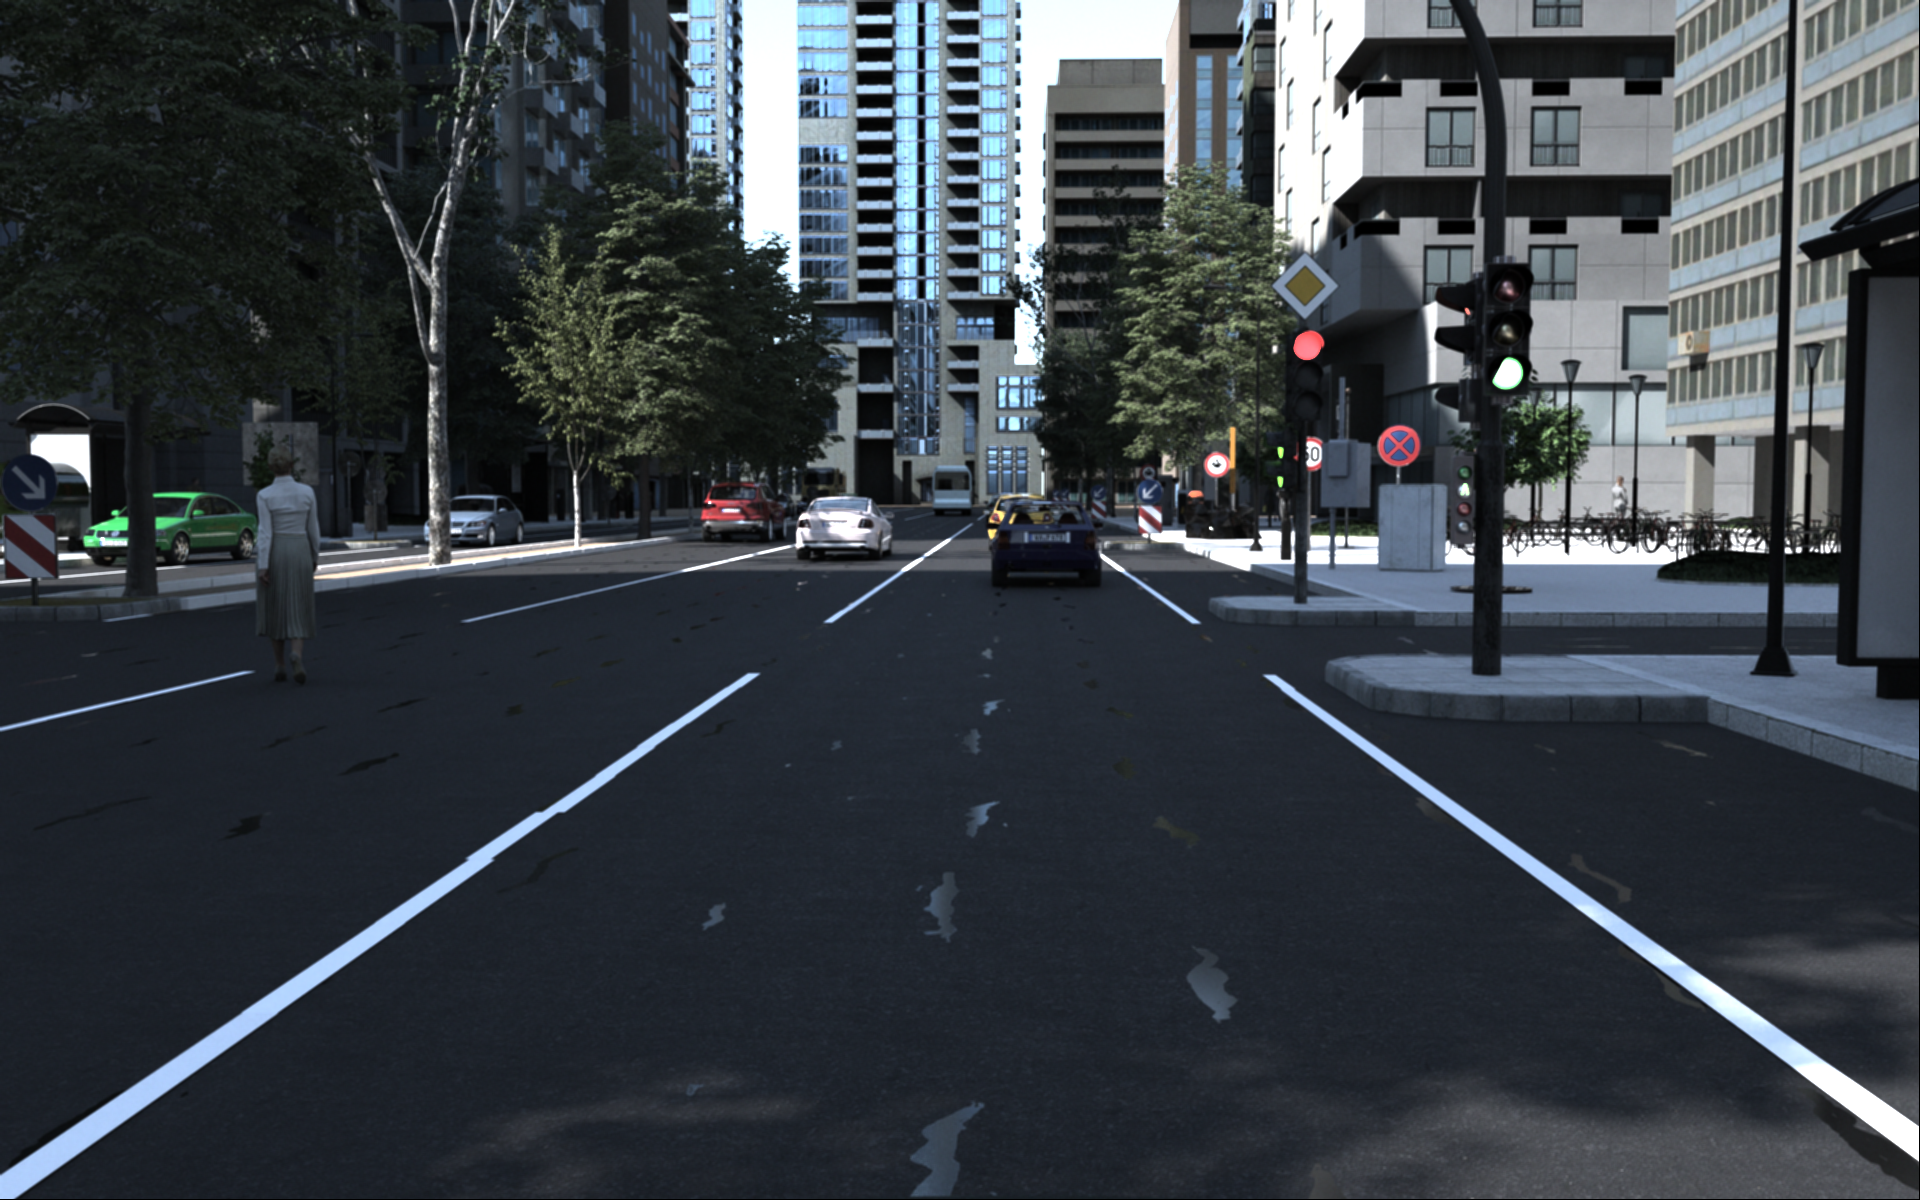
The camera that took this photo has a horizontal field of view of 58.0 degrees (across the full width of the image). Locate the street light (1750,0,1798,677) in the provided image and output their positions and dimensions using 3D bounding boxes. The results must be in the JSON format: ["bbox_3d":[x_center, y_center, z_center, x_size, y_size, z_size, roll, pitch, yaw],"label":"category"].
[{"bbox_3d":[5.257,-2.424,12.180,1.470,5.913,1.316,0,4,2],"label":"street light"}]

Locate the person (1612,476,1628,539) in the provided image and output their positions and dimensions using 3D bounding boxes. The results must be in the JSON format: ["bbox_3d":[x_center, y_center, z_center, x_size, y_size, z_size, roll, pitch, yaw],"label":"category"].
[{"bbox_3d":[18.800,-2.622,49.189,0.573,1.790,0.520,-2,4,-34],"label":"person"}]

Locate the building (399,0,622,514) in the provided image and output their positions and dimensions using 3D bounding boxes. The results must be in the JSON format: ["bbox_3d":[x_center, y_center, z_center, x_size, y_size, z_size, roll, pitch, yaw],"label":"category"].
[{"bbox_3d":[-35.825,-30.125,112.147,23.786,49.044,30.456,0,4,2],"label":"building"}]

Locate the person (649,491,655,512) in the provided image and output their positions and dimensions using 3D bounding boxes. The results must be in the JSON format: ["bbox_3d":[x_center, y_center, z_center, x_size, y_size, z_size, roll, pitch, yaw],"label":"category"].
[{"bbox_3d":[-22.683,-7.291,125.810,0.990,1.755,0.434,-1,4,-20],"label":"person"}]

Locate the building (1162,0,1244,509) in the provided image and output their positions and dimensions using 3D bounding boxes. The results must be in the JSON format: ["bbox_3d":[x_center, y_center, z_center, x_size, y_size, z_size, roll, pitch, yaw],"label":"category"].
[{"bbox_3d":[25.705,-30.867,154.790,14.600,45.320,14.200,0,4,2],"label":"building"}]

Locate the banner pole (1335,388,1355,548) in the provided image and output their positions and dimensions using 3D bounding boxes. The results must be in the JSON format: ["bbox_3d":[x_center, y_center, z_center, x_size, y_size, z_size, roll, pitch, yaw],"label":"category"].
[{"bbox_3d":[8.999,-3.101,40.719,0.401,3.779,0.863,3,5,39],"label":"banner pole"}]

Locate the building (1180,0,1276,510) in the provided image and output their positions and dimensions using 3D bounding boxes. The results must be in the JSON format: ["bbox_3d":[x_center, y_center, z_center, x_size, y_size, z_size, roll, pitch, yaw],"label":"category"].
[{"bbox_3d":[29.546,-50.028,130.622,22.319,86.520,31.000,0,4,2],"label":"building"}]

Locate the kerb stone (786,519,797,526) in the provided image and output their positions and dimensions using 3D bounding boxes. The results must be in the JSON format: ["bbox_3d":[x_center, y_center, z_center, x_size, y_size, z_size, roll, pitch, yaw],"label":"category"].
[{"bbox_3d":[-7.700,-3.488,79.244,0.120,0.150,1.000,0,4,2],"label":"kerb stone"}]

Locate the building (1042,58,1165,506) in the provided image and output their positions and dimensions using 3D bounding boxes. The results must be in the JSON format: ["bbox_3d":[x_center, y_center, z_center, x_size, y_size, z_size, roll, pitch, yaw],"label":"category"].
[{"bbox_3d":[20.127,-35.051,196.790,21.600,48.544,21.300,0,4,2],"label":"building"}]

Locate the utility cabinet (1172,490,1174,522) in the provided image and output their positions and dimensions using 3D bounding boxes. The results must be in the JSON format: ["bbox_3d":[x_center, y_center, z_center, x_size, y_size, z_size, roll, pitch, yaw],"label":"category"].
[{"bbox_3d":[9.315,-4.271,78.507,0.318,1.500,1.173,-1,4,-20],"label":"utility cabinet"}]

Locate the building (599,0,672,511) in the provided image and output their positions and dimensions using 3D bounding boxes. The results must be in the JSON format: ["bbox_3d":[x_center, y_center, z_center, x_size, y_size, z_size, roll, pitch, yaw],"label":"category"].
[{"bbox_3d":[-30.854,-29.634,134.620,14.600,45.320,14.200,0,4,2],"label":"building"}]

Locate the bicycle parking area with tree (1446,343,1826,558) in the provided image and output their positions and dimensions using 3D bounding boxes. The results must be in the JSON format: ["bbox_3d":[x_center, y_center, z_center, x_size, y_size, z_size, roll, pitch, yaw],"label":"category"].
[{"bbox_3d":[14.512,-2.941,35.086,9.016,4.147,8.231,-2,4,-24],"label":"bicycle parking area with tree"}]

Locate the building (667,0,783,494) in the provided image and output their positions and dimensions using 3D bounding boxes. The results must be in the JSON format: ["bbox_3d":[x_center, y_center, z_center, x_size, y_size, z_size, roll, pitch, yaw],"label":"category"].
[{"bbox_3d":[-37.747,-54.145,197.944,31.000,86.520,22.319,0,4,2],"label":"building"}]

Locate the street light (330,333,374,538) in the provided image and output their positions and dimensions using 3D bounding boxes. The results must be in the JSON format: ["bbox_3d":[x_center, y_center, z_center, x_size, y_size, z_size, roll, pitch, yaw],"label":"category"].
[{"bbox_3d":[-17.568,-4.741,50.051,1.470,5.913,1.316,0,4,2],"label":"street light"}]

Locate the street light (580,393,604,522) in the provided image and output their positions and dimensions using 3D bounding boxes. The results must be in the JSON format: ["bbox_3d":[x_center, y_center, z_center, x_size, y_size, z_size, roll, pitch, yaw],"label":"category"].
[{"bbox_3d":[-16.605,-6.474,78.390,1.470,5.913,1.316,0,4,2],"label":"street light"}]

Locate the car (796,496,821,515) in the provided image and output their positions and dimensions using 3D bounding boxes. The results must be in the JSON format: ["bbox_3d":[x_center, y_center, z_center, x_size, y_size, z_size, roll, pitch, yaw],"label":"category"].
[{"bbox_3d":[-10.471,-6.667,121.582,1.945,1.354,3.894,0,4,2],"label":"car"}]

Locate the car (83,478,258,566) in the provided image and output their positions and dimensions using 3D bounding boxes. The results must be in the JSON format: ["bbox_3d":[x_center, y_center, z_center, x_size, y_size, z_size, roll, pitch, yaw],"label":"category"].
[{"bbox_3d":[-16.351,-1.666,36.044,1.959,1.807,4.718,0,4,3],"label":"car"}]

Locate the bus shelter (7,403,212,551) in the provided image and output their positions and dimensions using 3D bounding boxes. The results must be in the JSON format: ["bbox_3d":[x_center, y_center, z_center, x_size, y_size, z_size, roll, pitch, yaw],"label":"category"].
[{"bbox_3d":[-20.124,-2.903,41.383,2.014,3.302,5.546,0,4,2],"label":"bus shelter"}]

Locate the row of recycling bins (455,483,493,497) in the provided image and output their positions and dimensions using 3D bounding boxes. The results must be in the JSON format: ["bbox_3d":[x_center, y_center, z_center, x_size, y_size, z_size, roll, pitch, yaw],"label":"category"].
[{"bbox_3d":[-19.073,-3.740,68.256,1.069,1.692,3.534,0,4,-3],"label":"row of recycling bins"}]

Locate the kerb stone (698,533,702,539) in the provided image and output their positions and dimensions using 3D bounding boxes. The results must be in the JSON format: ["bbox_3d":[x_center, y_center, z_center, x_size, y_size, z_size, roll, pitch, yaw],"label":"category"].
[{"bbox_3d":[-8.457,-2.046,55.654,0.120,0.150,1.000,0,4,2],"label":"kerb stone"}]

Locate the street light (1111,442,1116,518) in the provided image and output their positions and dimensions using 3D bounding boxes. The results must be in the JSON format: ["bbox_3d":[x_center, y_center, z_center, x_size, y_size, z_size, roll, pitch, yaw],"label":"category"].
[{"bbox_3d":[7.882,-7.480,94.831,1.470,5.913,1.316,0,4,2],"label":"street light"}]

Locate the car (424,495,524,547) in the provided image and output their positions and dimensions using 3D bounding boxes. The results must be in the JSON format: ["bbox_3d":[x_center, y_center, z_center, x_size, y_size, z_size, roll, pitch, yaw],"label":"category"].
[{"bbox_3d":[-13.414,-2.206,48.071,2.014,1.417,4.499,0,4,1],"label":"car"}]

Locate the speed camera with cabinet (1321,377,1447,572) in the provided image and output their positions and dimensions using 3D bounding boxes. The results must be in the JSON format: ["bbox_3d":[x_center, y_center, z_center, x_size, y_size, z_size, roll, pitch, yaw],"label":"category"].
[{"bbox_3d":[7.124,-2.128,29.125,2.038,3.252,0.660,3,4,38],"label":"speed camera with cabinet"}]

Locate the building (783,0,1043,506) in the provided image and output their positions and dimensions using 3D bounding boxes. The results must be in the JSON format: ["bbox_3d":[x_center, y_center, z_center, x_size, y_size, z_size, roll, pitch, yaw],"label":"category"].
[{"bbox_3d":[-6.150,-54.098,197.180,31.000,86.520,22.319,0,4,2],"label":"building"}]

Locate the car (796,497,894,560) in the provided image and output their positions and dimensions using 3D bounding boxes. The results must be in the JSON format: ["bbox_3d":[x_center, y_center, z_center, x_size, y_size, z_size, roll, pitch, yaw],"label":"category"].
[{"bbox_3d":[-2.573,-1.632,39.051,2.083,1.381,4.827,0,4,2],"label":"car"}]

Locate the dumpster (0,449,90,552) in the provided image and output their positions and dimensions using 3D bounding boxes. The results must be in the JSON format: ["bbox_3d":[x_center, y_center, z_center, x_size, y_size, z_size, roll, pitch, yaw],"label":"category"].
[{"bbox_3d":[-20.115,-2.145,37.569,1.502,2.255,1.985,0,4,2],"label":"dumpster"}]

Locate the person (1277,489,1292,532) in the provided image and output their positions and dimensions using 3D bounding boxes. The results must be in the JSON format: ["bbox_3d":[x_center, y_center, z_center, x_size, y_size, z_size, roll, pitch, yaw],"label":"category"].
[{"bbox_3d":[10.875,-3.198,58.138,0.447,1.846,0.655,-2,4,-28],"label":"person"}]

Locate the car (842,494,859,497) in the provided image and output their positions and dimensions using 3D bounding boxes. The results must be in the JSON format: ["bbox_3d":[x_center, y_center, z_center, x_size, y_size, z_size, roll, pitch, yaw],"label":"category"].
[{"bbox_3d":[-9.109,-8.165,142.299,1.959,1.807,4.718,0,4,2],"label":"car"}]

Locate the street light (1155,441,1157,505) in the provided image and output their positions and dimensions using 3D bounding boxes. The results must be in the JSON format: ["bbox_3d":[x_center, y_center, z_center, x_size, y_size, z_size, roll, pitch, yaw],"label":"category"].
[{"bbox_3d":[7.017,-5.758,66.689,1.470,5.913,1.316,0,4,2],"label":"street light"}]

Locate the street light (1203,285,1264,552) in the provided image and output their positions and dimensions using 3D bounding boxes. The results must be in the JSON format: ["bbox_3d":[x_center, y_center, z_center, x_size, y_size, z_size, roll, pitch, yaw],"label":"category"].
[{"bbox_3d":[6.078,-4.037,38.550,1.470,5.913,1.316,0,4,2],"label":"street light"}]

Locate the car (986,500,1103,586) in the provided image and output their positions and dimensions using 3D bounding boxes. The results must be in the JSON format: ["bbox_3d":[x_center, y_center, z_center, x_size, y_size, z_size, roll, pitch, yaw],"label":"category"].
[{"bbox_3d":[1.382,-0.958,28.250,1.945,1.354,3.894,0,4,2],"label":"car"}]

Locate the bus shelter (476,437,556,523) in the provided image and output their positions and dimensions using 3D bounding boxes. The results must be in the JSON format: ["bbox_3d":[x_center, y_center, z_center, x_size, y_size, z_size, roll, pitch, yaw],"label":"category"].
[{"bbox_3d":[-18.877,-5.051,73.862,1.731,3.624,6.357,0,4,2],"label":"bus shelter"}]

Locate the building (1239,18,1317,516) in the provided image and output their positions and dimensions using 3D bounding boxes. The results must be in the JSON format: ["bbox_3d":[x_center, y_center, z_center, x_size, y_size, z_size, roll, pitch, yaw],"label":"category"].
[{"bbox_3d":[24.527,-20.639,109.153,14.160,30.474,14.107,0,4,2],"label":"building"}]

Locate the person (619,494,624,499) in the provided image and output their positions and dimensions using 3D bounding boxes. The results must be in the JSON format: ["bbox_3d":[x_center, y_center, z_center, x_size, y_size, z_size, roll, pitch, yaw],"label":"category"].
[{"bbox_3d":[-20.810,-5.986,103.919,1.348,1.823,0.705,-2,4,-29],"label":"person"}]

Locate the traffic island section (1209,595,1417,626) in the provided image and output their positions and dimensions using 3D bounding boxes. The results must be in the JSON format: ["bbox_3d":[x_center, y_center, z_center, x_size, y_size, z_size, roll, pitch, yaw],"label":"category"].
[{"bbox_3d":[4.019,0.119,20.336,2.009,0.180,2.903,0,4,2],"label":"traffic island section"}]

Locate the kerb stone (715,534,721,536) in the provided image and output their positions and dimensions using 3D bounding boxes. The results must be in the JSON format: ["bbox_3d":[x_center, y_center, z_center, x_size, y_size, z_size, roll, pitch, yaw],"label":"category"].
[{"bbox_3d":[-8.323,-2.298,59.773,0.120,0.150,1.000,0,4,2],"label":"kerb stone"}]

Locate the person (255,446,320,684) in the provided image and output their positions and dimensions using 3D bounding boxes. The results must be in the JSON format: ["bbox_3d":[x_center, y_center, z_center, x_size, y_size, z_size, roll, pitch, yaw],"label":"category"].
[{"bbox_3d":[-5.081,-0.268,13.101,0.478,1.798,0.641,-1,4,-23],"label":"person"}]

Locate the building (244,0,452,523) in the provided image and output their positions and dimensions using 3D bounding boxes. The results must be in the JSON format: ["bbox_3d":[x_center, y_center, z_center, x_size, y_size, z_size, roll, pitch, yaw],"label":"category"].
[{"bbox_3d":[-36.185,-39.356,81.719,20.563,71.187,20.611,0,4,2],"label":"building"}]

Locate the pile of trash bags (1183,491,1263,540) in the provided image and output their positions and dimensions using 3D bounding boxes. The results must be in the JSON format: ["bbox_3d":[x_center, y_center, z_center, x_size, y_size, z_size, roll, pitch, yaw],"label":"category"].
[{"bbox_3d":[7.368,-2.484,50.364,1.912,1.369,3.447,-1,4,-15],"label":"pile of trash bags"}]

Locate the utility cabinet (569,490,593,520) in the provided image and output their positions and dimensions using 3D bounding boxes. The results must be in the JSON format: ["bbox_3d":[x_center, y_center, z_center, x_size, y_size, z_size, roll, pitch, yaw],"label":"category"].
[{"bbox_3d":[-18.739,-4.705,85.602,1.173,1.500,0.318,2,4,23],"label":"utility cabinet"}]

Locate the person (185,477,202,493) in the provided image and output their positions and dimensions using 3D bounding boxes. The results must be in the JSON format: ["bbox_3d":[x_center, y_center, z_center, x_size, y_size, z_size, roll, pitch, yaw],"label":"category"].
[{"bbox_3d":[-25.148,-3.123,57.014,0.656,1.842,0.836,-2,4,-33],"label":"person"}]

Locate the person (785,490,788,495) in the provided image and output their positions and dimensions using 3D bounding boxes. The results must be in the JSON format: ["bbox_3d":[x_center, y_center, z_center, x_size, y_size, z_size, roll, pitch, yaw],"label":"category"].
[{"bbox_3d":[-16.366,-9.576,163.522,0.530,1.710,0.541,2,4,32],"label":"person"}]

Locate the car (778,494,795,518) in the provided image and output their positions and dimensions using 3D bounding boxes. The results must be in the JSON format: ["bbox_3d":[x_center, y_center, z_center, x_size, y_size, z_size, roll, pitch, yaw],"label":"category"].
[{"bbox_3d":[-11.066,-5.839,105.251,2.009,1.686,4.222,0,4,1],"label":"car"}]

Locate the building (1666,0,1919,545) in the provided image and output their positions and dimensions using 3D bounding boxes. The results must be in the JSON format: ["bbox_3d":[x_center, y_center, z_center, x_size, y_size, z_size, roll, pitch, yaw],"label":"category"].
[{"bbox_3d":[32.429,-21.332,40.662,23.993,40.220,32.217,0,4,2],"label":"building"}]

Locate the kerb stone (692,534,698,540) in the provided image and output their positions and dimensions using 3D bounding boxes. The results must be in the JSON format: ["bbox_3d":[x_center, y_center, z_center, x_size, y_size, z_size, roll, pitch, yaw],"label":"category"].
[{"bbox_3d":[-8.490,-1.984,54.632,0.120,0.150,1.000,0,4,2],"label":"kerb stone"}]

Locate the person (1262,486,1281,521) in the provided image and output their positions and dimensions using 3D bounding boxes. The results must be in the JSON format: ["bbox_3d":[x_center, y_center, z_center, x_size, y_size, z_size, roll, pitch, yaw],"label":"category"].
[{"bbox_3d":[14.819,-4.605,81.556,0.699,1.804,1.509,-1,4,-14],"label":"person"}]

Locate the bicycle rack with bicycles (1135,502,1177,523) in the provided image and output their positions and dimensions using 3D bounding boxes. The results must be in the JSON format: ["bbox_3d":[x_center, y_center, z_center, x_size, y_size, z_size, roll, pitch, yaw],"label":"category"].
[{"bbox_3d":[8.838,-3.834,76.074,2.925,0.926,2.852,-2,4,-35],"label":"bicycle rack with bicycles"}]

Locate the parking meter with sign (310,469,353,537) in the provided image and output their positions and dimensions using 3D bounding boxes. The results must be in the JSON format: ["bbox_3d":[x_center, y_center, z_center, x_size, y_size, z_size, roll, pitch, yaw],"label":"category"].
[{"bbox_3d":[-19.104,-3.405,51.938,1.738,3.016,0.543,1,4,11],"label":"parking meter with sign"}]

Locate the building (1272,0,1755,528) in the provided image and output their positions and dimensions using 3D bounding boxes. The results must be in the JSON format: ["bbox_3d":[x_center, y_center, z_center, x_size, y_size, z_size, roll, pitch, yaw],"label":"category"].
[{"bbox_3d":[29.686,-29.909,78.253,28.713,52.752,27.495,0,4,2],"label":"building"}]

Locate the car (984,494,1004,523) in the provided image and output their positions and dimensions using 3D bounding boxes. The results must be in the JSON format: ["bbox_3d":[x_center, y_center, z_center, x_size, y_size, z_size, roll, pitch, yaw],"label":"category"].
[{"bbox_3d":[2.256,-4.655,87.903,2.131,1.459,4.920,0,4,2],"label":"car"}]

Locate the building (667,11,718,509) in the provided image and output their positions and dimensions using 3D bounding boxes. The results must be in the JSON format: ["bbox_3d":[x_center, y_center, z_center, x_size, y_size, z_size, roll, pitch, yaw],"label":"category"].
[{"bbox_3d":[-37.337,-30.521,153.647,28.867,44.769,22.147,0,4,2],"label":"building"}]

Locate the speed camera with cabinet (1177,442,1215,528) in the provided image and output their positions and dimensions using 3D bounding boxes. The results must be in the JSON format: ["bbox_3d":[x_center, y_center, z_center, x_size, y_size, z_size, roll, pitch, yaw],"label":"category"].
[{"bbox_3d":[8.963,-4.359,65.600,0.660,3.252,2.038,-1,4,-23],"label":"speed camera with cabinet"}]

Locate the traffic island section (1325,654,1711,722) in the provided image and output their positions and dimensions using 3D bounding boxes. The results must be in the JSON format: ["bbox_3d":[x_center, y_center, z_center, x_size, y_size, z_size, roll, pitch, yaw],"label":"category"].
[{"bbox_3d":[3.763,0.607,12.355,2.009,0.180,2.903,0,4,2],"label":"traffic island section"}]

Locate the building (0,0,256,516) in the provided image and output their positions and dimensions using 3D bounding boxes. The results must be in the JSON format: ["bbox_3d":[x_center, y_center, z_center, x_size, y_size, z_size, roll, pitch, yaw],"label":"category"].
[{"bbox_3d":[-37.436,-31.057,49.778,21.231,58.520,28.212,0,4,2],"label":"building"}]

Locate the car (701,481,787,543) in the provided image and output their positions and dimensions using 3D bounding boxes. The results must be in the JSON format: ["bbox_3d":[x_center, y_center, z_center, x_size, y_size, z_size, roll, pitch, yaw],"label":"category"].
[{"bbox_3d":[-6.547,-2.698,52.780,2.281,1.827,5.304,0,4,2],"label":"car"}]

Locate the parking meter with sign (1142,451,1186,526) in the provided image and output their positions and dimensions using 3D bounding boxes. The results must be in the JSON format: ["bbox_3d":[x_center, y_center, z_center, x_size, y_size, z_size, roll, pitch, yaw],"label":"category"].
[{"bbox_3d":[8.207,-4.498,69.806,1.738,3.016,0.543,0,4,5],"label":"parking meter with sign"}]

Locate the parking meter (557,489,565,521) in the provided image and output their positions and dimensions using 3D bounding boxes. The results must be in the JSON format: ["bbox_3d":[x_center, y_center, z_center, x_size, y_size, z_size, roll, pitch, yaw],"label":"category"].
[{"bbox_3d":[-19.150,-4.568,83.095,0.372,1.533,0.369,0,3,0],"label":"parking meter"}]

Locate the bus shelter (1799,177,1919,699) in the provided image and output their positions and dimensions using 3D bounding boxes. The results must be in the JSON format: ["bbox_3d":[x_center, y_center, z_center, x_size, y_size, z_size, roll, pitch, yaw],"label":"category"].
[{"bbox_3d":[6.240,-0.877,8.266,2.014,3.302,5.546,0,4,2],"label":"bus shelter"}]

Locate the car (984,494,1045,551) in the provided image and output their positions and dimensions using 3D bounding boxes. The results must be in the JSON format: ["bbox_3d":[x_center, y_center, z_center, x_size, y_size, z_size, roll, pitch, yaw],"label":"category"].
[{"bbox_3d":[1.611,-2.143,45.258,2.015,1.641,3.980,0,4,2],"label":"car"}]
